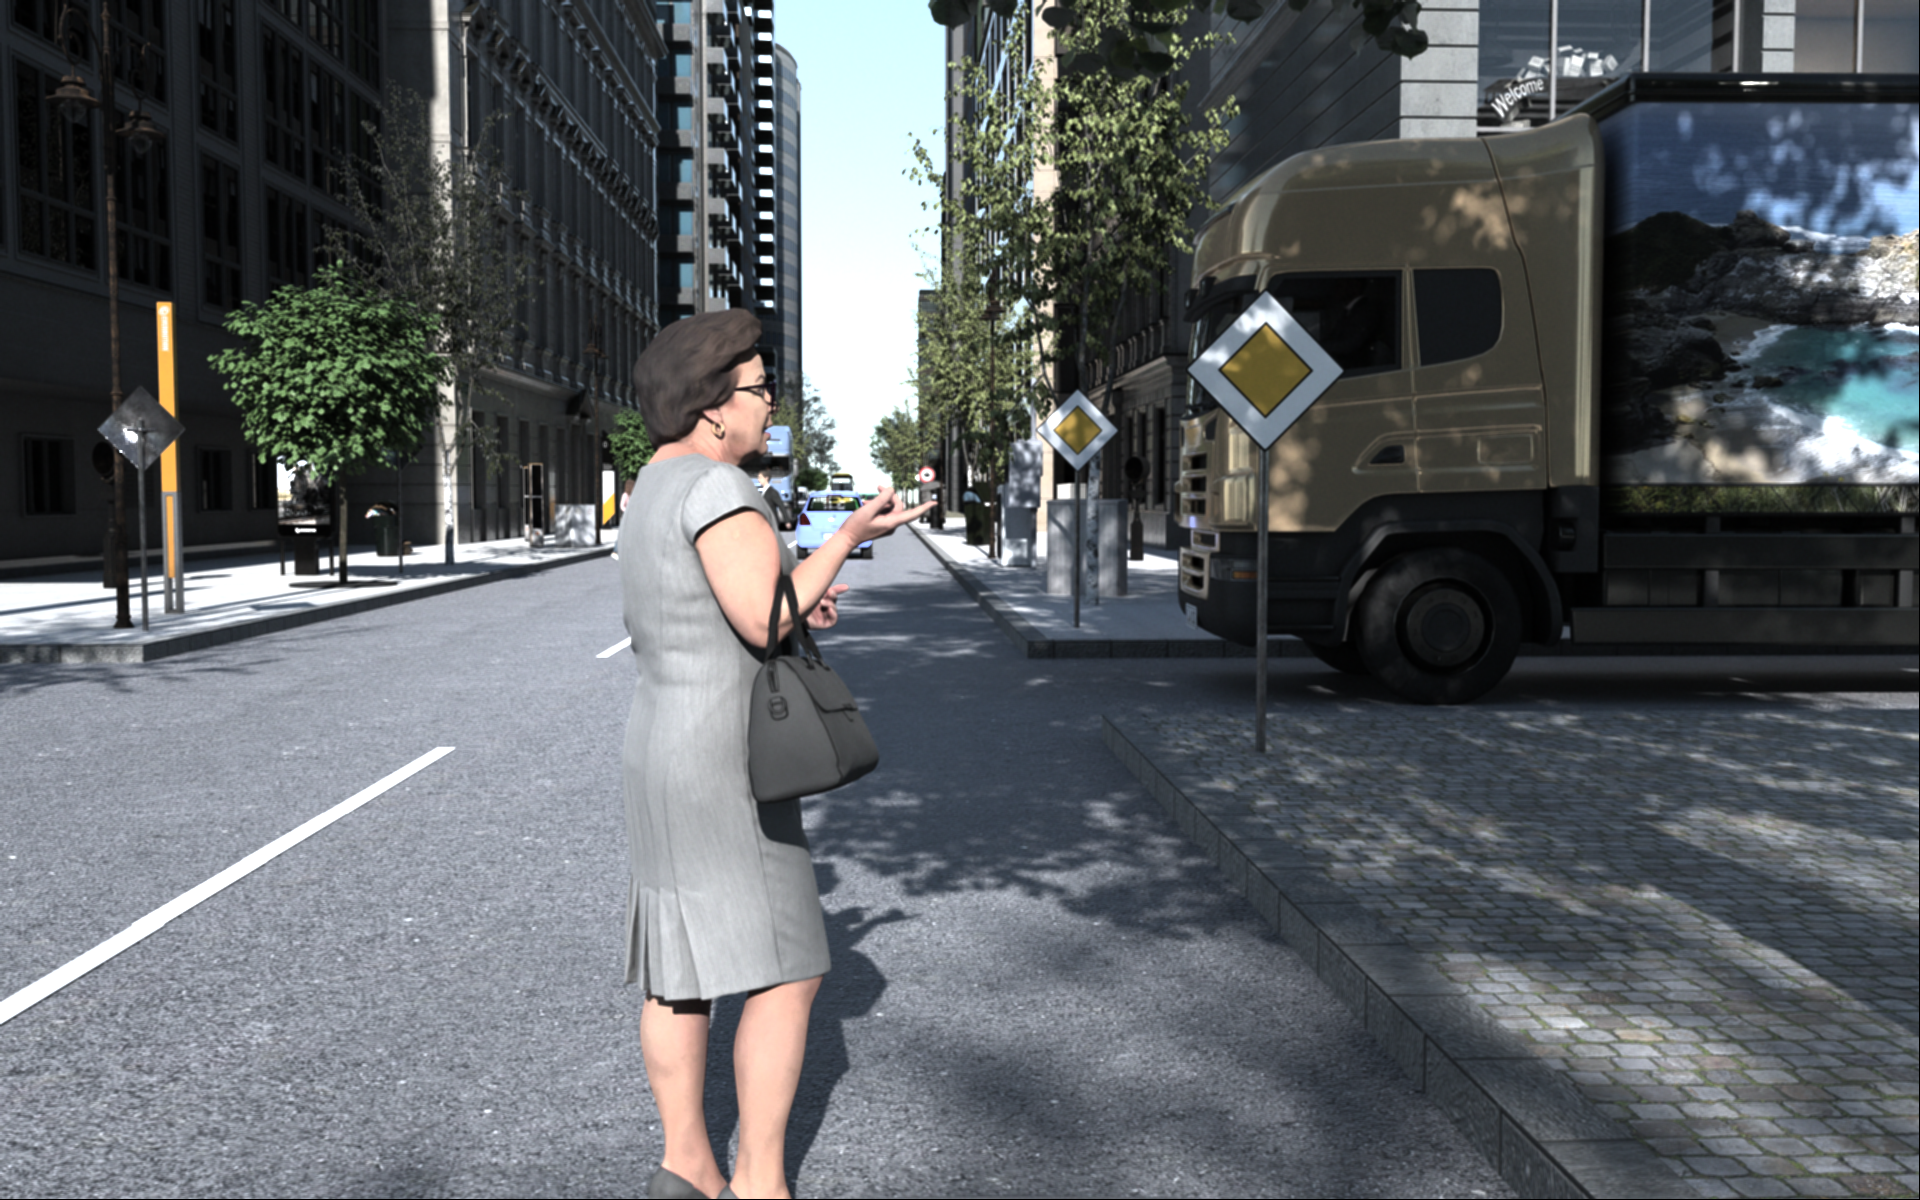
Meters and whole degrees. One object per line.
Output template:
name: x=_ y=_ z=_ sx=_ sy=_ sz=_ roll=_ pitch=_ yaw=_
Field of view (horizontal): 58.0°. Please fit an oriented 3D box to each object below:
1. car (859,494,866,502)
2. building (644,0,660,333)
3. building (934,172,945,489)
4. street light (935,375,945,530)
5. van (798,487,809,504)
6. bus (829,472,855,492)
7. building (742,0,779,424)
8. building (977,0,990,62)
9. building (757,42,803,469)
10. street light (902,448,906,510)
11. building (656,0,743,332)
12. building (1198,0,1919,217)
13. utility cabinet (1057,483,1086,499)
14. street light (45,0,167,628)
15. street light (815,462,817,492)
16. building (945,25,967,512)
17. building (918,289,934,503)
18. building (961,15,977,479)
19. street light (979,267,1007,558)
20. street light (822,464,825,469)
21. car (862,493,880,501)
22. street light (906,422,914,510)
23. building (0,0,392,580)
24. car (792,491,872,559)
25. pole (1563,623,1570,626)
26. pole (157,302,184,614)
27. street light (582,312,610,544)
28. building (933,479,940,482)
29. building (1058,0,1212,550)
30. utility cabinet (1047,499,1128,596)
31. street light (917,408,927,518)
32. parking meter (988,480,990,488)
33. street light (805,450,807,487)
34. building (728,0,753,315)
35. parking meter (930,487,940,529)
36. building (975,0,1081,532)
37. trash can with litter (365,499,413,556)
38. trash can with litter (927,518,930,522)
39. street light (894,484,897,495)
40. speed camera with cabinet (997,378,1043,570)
car: x=-7.108 y=-7.238 z=127.138 sx=1.959 sy=1.807 sz=4.718 roll=0 pitch=4 yaw=-3
building: x=-30.884 y=-25.086 z=102.041 sx=32.217 sy=40.220 sz=23.993 roll=0 pitch=4 yaw=-3
building: x=5.223 y=-23.628 z=158.019 sx=14.160 sy=30.474 sz=14.107 roll=0 pitch=4 yaw=-3
street light: x=-0.669 y=-5.478 z=62.352 sx=0.468 sy=5.910 sz=1.993 roll=0 pitch=4 yaw=-3
van: x=-9.205 y=-5.506 z=97.029 sx=2.013 sy=2.044 sz=4.112 roll=0 pitch=4 yaw=-3
bus: x=-13.695 y=-12.783 z=200.554 sx=2.896 sy=3.916 sz=12.252 roll=0 pitch=4 yaw=-4
building: x=-30.261 y=-53.730 z=191.161 sx=22.319 sy=86.520 sz=31.000 roll=0 pitch=4 yaw=-3
building: x=7.903 y=-25.551 z=101.351 sx=14.154 sy=41.232 sz=14.086 roll=0 pitch=4 yaw=-3
building: x=-31.395 y=-41.606 z=222.252 sx=21.231 sy=58.520 sz=28.212 roll=0 pitch=4 yaw=-3
street light: x=-4.332 y=-10.215 z=139.809 sx=0.468 sy=5.910 sz=1.993 roll=0 pitch=4 yaw=-3
building: x=-28.019 y=-31.162 z=129.111 sx=23.786 sy=49.044 sz=30.456 roll=0 pitch=4 yaw=-3
building: x=19.235 y=-15.095 z=24.293 sx=29.804 sy=29.767 sz=11.434 roll=0 pitch=4 yaw=-3
utility cabinet: x=2.281 y=-1.644 z=35.560 sx=0.318 sy=1.500 sz=1.173 roll=1 pitch=4 yaw=20
street light: x=-8.026 y=-2.670 z=16.444 sx=0.468 sy=5.910 sz=1.993 roll=0 pitch=4 yaw=-3
street light: x=-16.960 y=-14.157 z=204.254 sx=0.468 sy=5.910 sz=1.993 roll=0 pitch=4 yaw=-3
building: x=9.322 y=-36.343 z=136.213 sx=21.231 sy=58.520 sz=28.212 roll=0 pitch=4 yaw=-3
building: x=1.069 y=-28.915 z=244.458 sx=14.160 sy=30.474 sz=14.107 roll=0 pitch=4 yaw=-3
building: x=7.468 y=-28.454 z=115.338 sx=14.600 sy=45.320 sz=14.200 roll=0 pitch=4 yaw=-3
street light: x=0.642 y=-3.769 z=34.410 sx=0.468 sy=5.910 sz=1.993 roll=0 pitch=4 yaw=-3
street light: x=-18.359 y=-15.891 z=232.611 sx=0.468 sy=5.910 sz=1.993 roll=0 pitch=4 yaw=-3
car: x=-5.201 y=-6.075 z=108.118 sx=1.959 sy=1.807 sz=4.718 roll=0 pitch=4 yaw=-1
street light: x=-3.024 y=-8.456 z=111.046 sx=0.468 sy=5.910 sz=1.993 roll=0 pitch=4 yaw=-3
building: x=-19.915 y=-14.432 z=29.469 sx=14.314 sy=27.812 sz=24.014 roll=0 pitch=4 yaw=-3
car: x=-2.857 y=-1.818 z=39.318 sx=1.945 sy=1.707 sz=3.694 roll=0 pitch=4 yaw=-5
pole: x=5.944 y=-1.402 z=16.774 sx=0.158 sy=3.312 sz=0.155 roll=0 pitch=3 yaw=0
pole: x=-8.447 y=-1.510 z=18.528 sx=0.158 sy=3.312 sz=0.155 roll=0 pitch=3 yaw=0
street light: x=-9.273 y=-4.368 z=44.213 sx=0.468 sy=5.910 sz=1.993 roll=0 pitch=4 yaw=-3
building: x=11.936 y=-32.646 z=225.638 sx=32.217 sy=40.220 sz=23.993 roll=0 pitch=4 yaw=-3
building: x=8.961 y=-11.224 z=48.139 sx=10.561 sy=19.102 sz=19.286 roll=0 pitch=4 yaw=-3
utility cabinet: x=1.611 y=-0.664 z=22.020 sx=1.020 sy=1.237 sz=0.306 roll=2 pitch=4 yaw=31
street light: x=-2.002 y=-7.244 z=91.235 sx=0.468 sy=5.910 sz=1.993 roll=0 pitch=4 yaw=-3
parking meter: x=1.309 y=-4.092 z=72.609 sx=0.255 sy=1.863 sz=0.399 roll=0 pitch=4 yaw=3
street light: x=-15.640 y=-12.471 z=176.691 sx=0.468 sy=5.910 sz=1.993 roll=0 pitch=4 yaw=-3
building: x=-25.588 y=-30.675 z=151.651 sx=14.600 sy=45.320 sz=14.200 roll=0 pitch=4 yaw=-3
parking meter: x=-0.922 y=-3.417 z=64.285 sx=0.372 sy=1.533 sz=0.369 roll=0 pitch=3 yaw=0
building: x=11.226 y=-16.546 z=75.037 sx=19.350 sy=26.468 sz=34.151 roll=0 pitch=4 yaw=-3
trash can with litter: x=-11.821 y=-1.502 z=35.949 sx=0.624 sy=1.170 sz=1.055 roll=0 pitch=4 yaw=7
trash can with litter: x=-1.170 y=-4.131 z=78.935 sx=0.624 sy=1.170 sz=1.055 roll=-1 pitch=4 yaw=-19
street light: x=-6.899 y=-13.576 z=194.751 sx=0.468 sy=5.910 sz=1.993 roll=0 pitch=4 yaw=-3
speed camera with cabinet: x=1.015 y=-2.192 z=30.182 sx=0.660 sy=3.252 sz=2.038 roll=0 pitch=4 yaw=-4
